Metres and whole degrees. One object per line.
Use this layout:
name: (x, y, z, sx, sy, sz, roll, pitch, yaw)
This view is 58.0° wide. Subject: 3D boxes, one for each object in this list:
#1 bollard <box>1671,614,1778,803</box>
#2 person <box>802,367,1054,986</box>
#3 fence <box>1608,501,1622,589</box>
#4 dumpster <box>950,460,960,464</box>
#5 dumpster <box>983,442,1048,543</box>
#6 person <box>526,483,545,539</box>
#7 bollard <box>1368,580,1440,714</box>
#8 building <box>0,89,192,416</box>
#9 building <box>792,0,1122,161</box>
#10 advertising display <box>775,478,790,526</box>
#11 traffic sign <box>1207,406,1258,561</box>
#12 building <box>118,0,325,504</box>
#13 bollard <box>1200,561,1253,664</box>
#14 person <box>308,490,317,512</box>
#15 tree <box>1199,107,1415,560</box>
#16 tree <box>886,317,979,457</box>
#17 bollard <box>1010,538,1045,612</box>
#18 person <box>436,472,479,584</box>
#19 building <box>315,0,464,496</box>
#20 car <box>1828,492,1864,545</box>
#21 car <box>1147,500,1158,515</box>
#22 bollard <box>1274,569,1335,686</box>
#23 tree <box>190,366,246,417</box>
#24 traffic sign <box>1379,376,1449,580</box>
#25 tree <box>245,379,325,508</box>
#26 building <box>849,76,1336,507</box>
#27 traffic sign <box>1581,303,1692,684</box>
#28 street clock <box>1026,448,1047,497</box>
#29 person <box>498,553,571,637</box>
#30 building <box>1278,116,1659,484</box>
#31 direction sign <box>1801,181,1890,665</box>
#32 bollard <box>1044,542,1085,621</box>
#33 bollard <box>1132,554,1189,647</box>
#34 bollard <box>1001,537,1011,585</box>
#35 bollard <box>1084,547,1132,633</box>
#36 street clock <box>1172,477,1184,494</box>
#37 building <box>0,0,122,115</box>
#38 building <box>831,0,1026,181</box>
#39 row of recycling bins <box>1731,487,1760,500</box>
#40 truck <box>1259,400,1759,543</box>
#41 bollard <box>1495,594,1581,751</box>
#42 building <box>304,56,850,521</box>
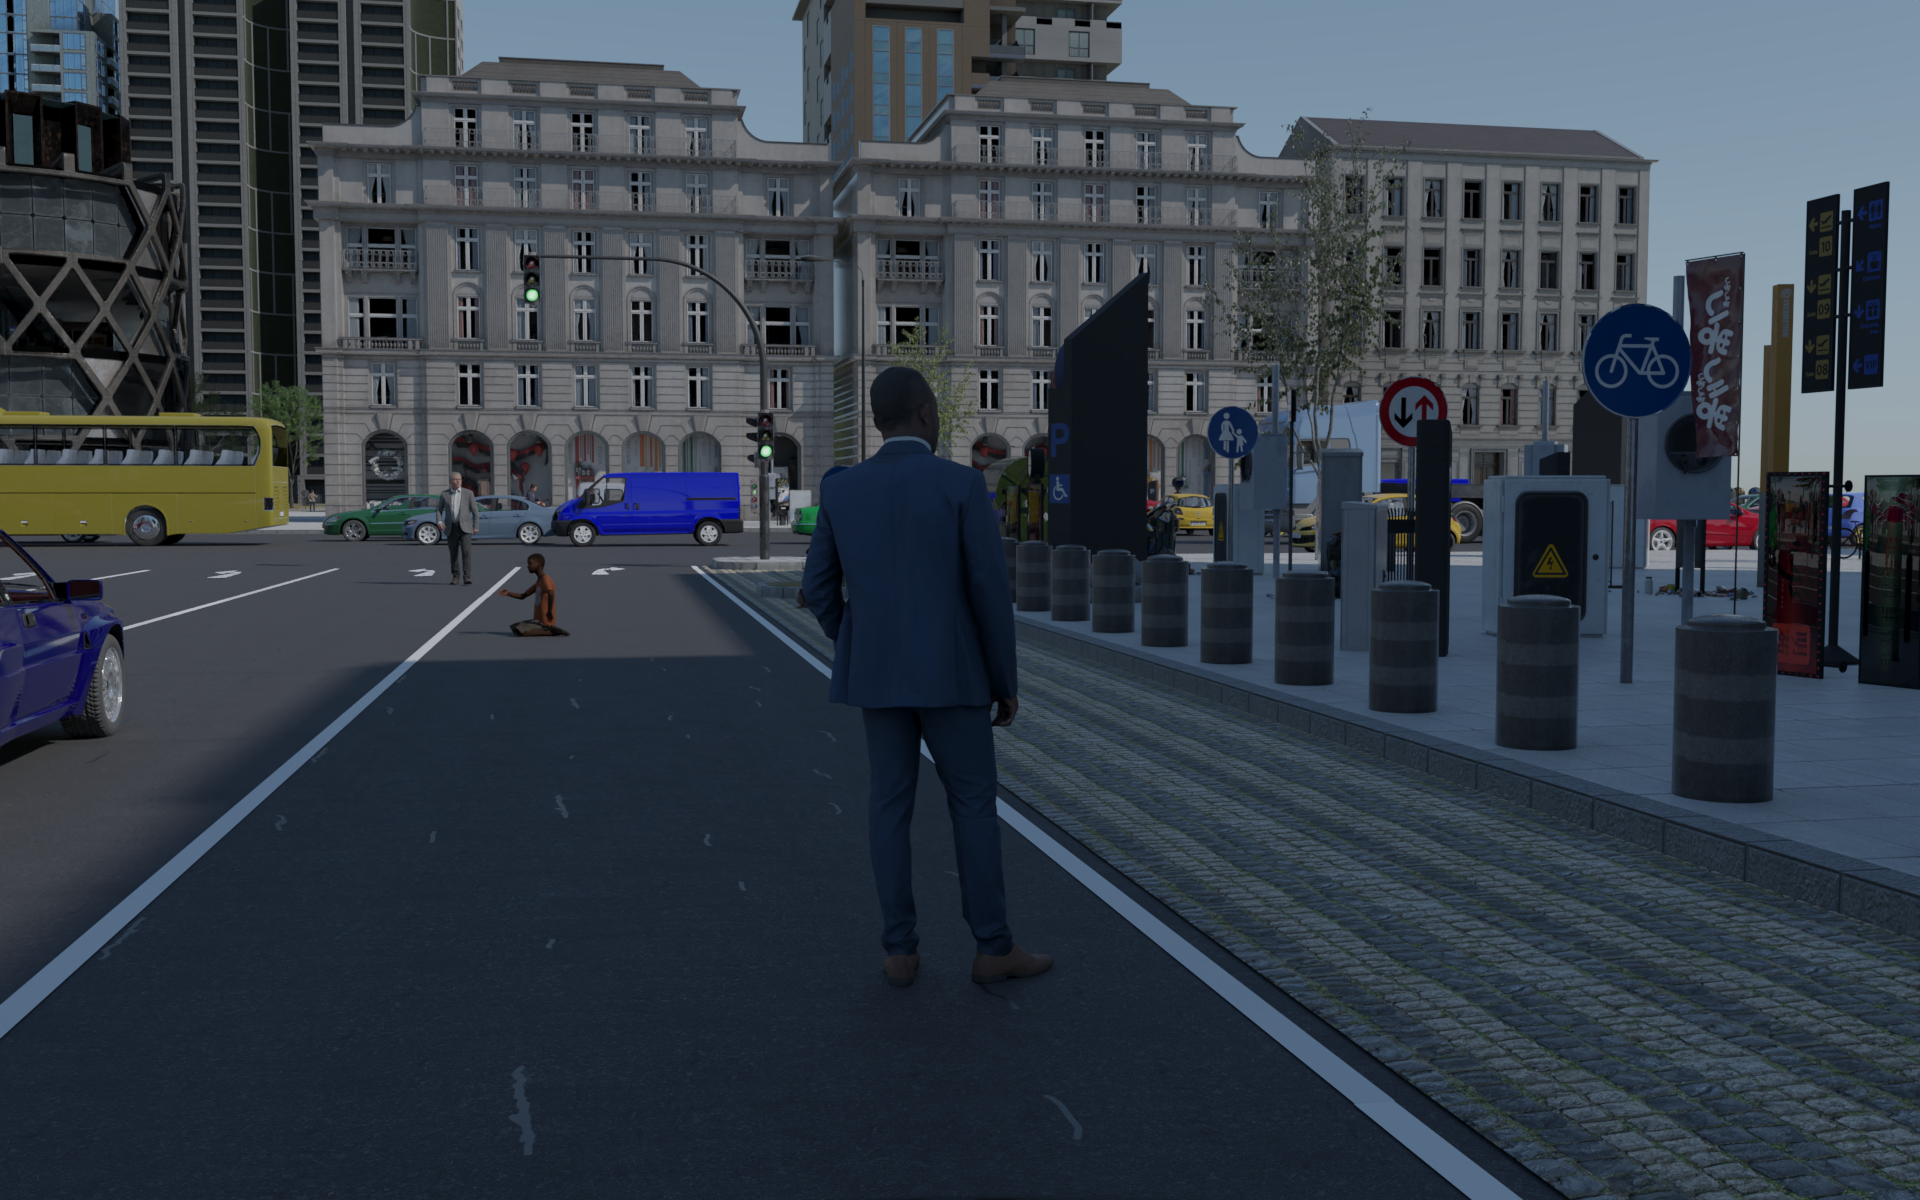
bollard: (3.245, 0.450, 7.353, 0.404, 0.777, 0.398, 0, 3, 0)
person: (-0.100, 0.220, 5.086, 0.721, 1.800, 0.419, 1, 4, 10)
fence: (9.033, -0.819, 24.588, 0.480, 1.192, 2.264, 1, 4, 9)
dumpster: (-0.480, -1.464, 29.700, 1.264, 1.857, 1.865, -1, 4, -12)
dumpster: (1.210, -1.875, 33.143, 1.502, 2.255, 1.985, -1, 4, -12)
person: (-13.439, -2.809, 54.878, 0.568, 1.767, 0.683, 0, 4, -4)
bollard: (2.637, 0.271, 10.293, 0.404, 0.777, 0.398, 0, 3, 0)
building: (-44.714, -13.030, 80.486, 16.811, 18.784, 16.820, -1, 4, -12)
building: (-0.356, -35.405, 168.115, 28.713, 52.752, 27.495, -1, 4, -12)
advertising display: (-7.224, -3.991, 70.461, 0.123, 1.923, 0.974, 2, 4, 24)
traffic sign: (3.941, -1.533, 25.178, 0.768, 2.556, 0.104, -1, 4, -9)
building: (-99.107, -48.608, 232.999, 20.611, 71.187, 20.563, -1, 4, -12)
bollard: (2.034, 0.092, 13.208, 0.404, 0.777, 0.398, 0, 3, 0)
person: (-50.537, -7.720, 135.247, 0.617, 1.759, 0.750, 0, 4, -7)
tree: (6.907, -5.089, 33.562, 4.360, 8.622, 3.978, 0, 3, 0)
tree: (-1.384, -7.496, 72.923, 4.737, 8.622, 4.395, 0, 3, 0)
bollard: (0.821, -0.266, 19.060, 0.404, 0.777, 0.398, 0, 3, 0)
person: (-7.909, -1.125, 27.295, 0.661, 1.777, 0.834, -1, 4, -20)
building: (-79.030, -48.895, 237.678, 20.611, 71.187, 20.563, -1, 4, -12)
car: (25.671, -2.361, 48.195, 3.694, 1.707, 1.945, -1, 4, -12)
car: (5.267, -3.448, 65.045, 5.304, 1.827, 2.281, -1, 4, -13)
bollard: (2.337, 0.181, 11.750, 0.404, 0.777, 0.398, 0, 3, 0)
tree: (-54.942, -11.660, 125.056, 8.767, 10.594, 7.601, -1, 4, -23)
traffic sign: (4.890, -1.142, 18.775, 0.768, 2.556, 0.104, 0, 4, -4)
tree: (-60.712, -14.143, 156.998, 9.928, 11.665, 9.643, 0, 3, 0)
building: (5.316, -15.130, 89.168, 24.055, 21.916, 13.314, -1, 4, -12)
traffic sign: (4.523, -0.708, 11.681, 0.768, 2.556, 0.104, 0, 4, -5)
street clock: (1.202, -1.396, 27.397, 0.358, 2.002, 0.471, 0, 4, -5)
person: (-4.341, -0.045, 17.524, 0.655, 0.850, 0.859, -2, 4, -26)
building: (26.173, -14.904, 92.823, 18.267, 20.994, 9.793, -1, 4, -12)
direction sign: (6.631, -1.288, 13.055, 0.379, 3.537, 0.876, -1, 4, -10)
bollard: (1.128, -0.177, 17.604, 0.404, 0.777, 0.398, 0, 3, 0)
bollard: (1.735, 0.003, 14.668, 0.404, 0.777, 0.398, 0, 3, 0)
bollard: (0.523, -0.355, 20.525, 0.404, 0.777, 0.398, 0, 3, 0)
bollard: (1.431, -0.087, 16.137, 0.404, 0.777, 0.398, 0, 3, 0)
street clock: (9.298, -4.244, 73.953, 0.471, 2.002, 0.358, -2, 4, -28)
building: (-124.887, -56.036, 228.861, 31.000, 86.520, 22.319, -1, 4, -12)
building: (-3.060, -30.363, 146.537, 14.600, 45.320, 14.200, -1, 4, -12)
row of recycling bins: (46.719, -5.731, 100.815, 3.534, 1.692, 1.069, 2, 4, 31)
truck: (17.299, -3.787, 51.679, 18.799, 4.110, 2.967, -1, 4, -13)
bollard: (2.942, 0.361, 8.822, 0.404, 0.777, 0.398, 0, 3, 0)
building: (-18.474, -14.901, 85.434, 24.055, 21.916, 13.314, -1, 4, -12)
